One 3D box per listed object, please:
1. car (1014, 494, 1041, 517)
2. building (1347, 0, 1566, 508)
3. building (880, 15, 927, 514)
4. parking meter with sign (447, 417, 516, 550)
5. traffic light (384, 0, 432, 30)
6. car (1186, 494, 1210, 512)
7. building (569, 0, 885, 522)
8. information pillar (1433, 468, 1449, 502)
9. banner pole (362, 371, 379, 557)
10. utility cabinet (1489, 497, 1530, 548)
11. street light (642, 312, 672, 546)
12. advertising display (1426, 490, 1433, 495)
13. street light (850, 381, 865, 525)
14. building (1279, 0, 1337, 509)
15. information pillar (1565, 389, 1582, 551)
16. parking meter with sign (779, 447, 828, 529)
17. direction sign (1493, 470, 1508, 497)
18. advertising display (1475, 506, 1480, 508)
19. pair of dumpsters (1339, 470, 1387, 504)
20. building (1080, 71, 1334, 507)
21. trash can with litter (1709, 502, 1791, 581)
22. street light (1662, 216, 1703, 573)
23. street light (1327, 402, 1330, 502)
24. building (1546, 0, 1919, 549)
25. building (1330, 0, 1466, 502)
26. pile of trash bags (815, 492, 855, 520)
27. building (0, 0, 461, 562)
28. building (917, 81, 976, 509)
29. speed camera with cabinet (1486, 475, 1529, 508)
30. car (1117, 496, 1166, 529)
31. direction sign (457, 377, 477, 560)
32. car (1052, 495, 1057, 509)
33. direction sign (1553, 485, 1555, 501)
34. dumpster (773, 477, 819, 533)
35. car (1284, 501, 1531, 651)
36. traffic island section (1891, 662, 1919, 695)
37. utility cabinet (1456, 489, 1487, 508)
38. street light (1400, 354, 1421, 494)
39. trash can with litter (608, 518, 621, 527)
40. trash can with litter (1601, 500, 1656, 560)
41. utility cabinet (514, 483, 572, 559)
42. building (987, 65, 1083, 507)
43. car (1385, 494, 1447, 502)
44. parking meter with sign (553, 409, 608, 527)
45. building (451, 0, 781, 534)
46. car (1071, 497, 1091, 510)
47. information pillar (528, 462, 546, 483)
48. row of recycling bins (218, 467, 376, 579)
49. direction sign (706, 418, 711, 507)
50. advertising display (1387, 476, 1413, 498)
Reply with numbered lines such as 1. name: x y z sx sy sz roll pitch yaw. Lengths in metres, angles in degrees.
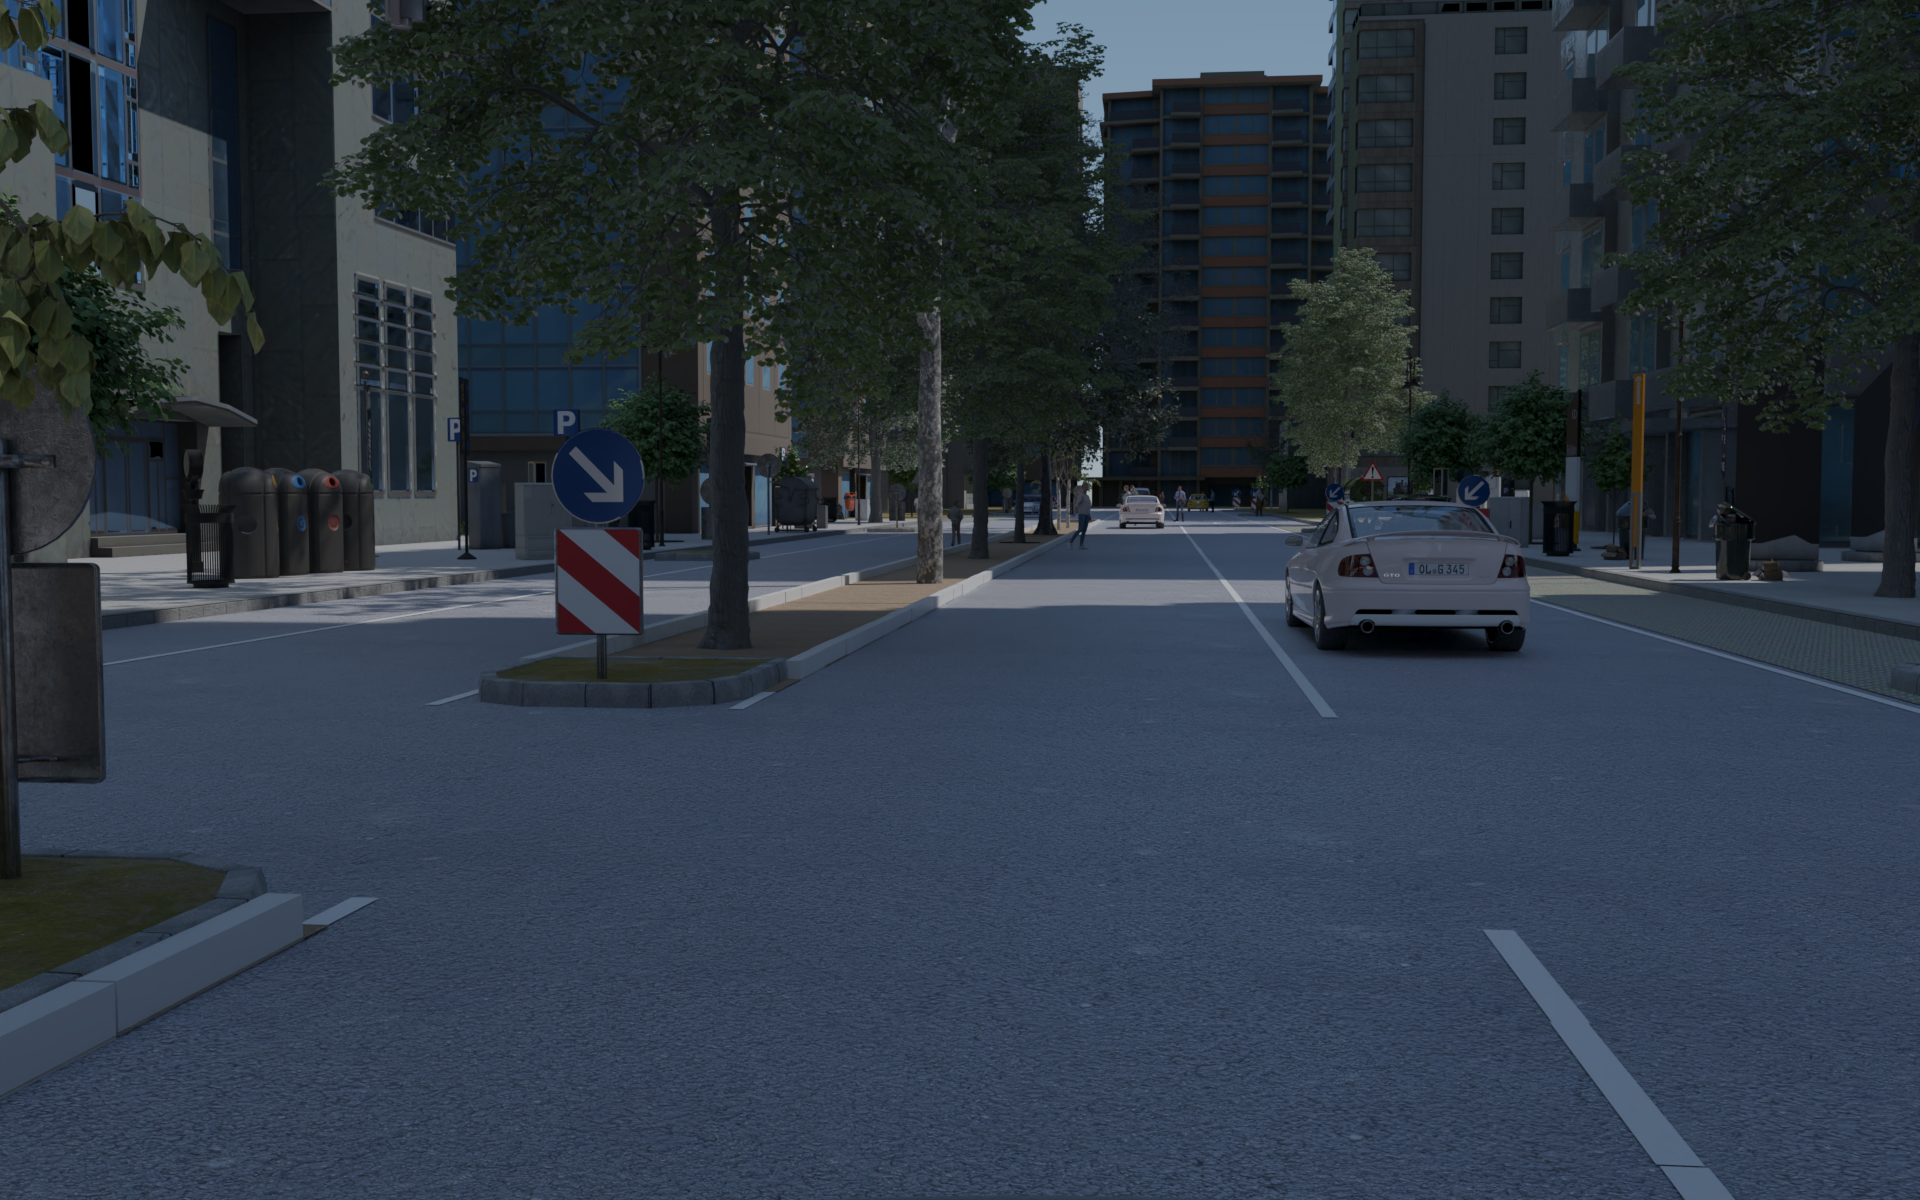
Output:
1. car: 4.335 -5.740 105.846 2.014 1.417 4.499 0 4 8
2. building: 30.494 -20.417 105.513 14.160 30.474 14.107 0 4 6
3. building: -14.159 -30.544 119.005 23.786 49.044 30.456 0 4 6
4. parking meter with sign: -11.010 -2.686 40.176 0.543 3.016 1.738 2 4 31
5. traffic light: -6.425 -2.360 13.253 4.771 5.953 1.251 0 4 6
6. car: 19.674 -8.132 143.186 2.015 1.641 3.980 0 4 7
7. building: -12.085 -27.283 96.188 14.600 45.320 14.200 0 4 6
8. information pillar: 13.607 -2.725 49.042 0.304 2.012 0.304 -3 5 -40
9. banner pole: -11.988 -2.759 35.124 0.401 3.779 0.863 -2 4 -27
10. utility cabinet: 13.208 -1.868 41.706 0.306 1.237 1.020 -2 4 -29
11. street light: -7.315 -4.253 42.326 0.468 5.910 1.993 0 4 6
12. advertising display: 22.598 -4.768 83.164 0.123 1.923 0.974 0 4 -6
13. street light: -4.152 -6.008 71.025 0.468 5.910 1.993 0 4 6
14. building: 38.685 -50.603 140.032 22.319 86.520 31.000 0 4 6
15. information pillar: 13.780 -2.909 38.915 0.183 3.616 0.504 -1 4 -10
16. parking meter with sign: -5.779 -4.156 64.210 1.738 3.016 0.543 1 4 11
17. direction sign: 24.894 -5.358 79.604 0.876 3.537 0.379 -1 4 -15
18. advertising display: 18.619 -3.501 62.452 0.123 1.923 0.974 1 4 8
19. pair of dumpsters: 16.556 -4.208 71.289 1.574 2.255 4.437 0 4 6
20. building: 27.683 -32.295 182.644 28.867 44.769 22.147 0 4 6
21. trash can with litter: 11.785 -0.884 25.846 1.055 1.170 0.624 1 4 10
22. street light: 11.644 -3.378 28.017 0.468 5.910 1.993 0 4 6
23. street light: 18.202 -6.900 85.605 0.468 5.910 1.993 0 4 6
24. building: 30.921 -26.401 51.269 23.786 49.044 30.456 0 4 6
25. building: 32.698 -26.638 119.131 14.154 41.232 14.086 0 4 6
26. pile of trash bags: -6.535 -4.710 86.764 1.912 1.369 3.447 3 5 41
27. building: -24.678 -43.937 31.035 22.319 86.520 31.000 0 4 6
28. building: -4.818 -28.805 154.555 14.086 41.232 14.154 0 4 6
29. speed camera with cabinet: 26.584 -5.483 83.983 2.038 3.252 0.660 2 4 34
30. car: 7.662 -3.719 73.161 2.083 1.381 4.827 0 4 5
31. direction sign: -9.690 -2.565 33.930 0.379 3.537 0.876 0 4 -6
32. car: 8.289 -9.095 161.278 1.945 1.354 3.894 0 4 6
33. direction sign: 25.706 -5.072 74.927 0.876 3.537 0.379 3 4 37
34. dumpster: -5.522 -3.206 58.183 1.264 1.857 1.865 0 4 6
35. car: 4.330 -0.297 17.226 2.083 1.381 4.827 0 4 5
36. traffic island section: 7.735 0.644 11.756 2.009 0.180 2.903 0 4 6
37. utility cabinet: 20.661 -3.746 69.932 1.173 1.500 0.318 3 4 37
38. street light: 14.848 -5.164 57.218 0.468 5.910 1.993 0 4 6
39. trash can with litter: -7.946 -1.656 38.463 0.624 1.170 1.055 -2 4 -33
40. trash can with litter: 13.028 -1.371 33.797 1.055 1.170 0.624 -3 4 -37
41. utility cabinet: -8.179 -1.553 34.067 0.318 1.500 1.173 3 4 37
42. building: 5.561 -32.537 182.092 14.200 45.320 14.600 0 4 6
43. car: 10.961 -1.970 41.999 2.009 1.686 4.222 0 4 7
44. parking meter with sign: -7.931 -2.460 36.490 0.543 3.016 1.738 1 4 11
45. building: -14.398 -25.184 61.874 14.600 45.320 14.200 0 4 6
46. car: 10.623 -8.688 154.416 2.083 1.381 4.827 0 4 6
47. information pillar: -9.565 -2.126 39.250 0.304 2.012 0.304 -3 5 -40
48. row of recycling bins: -10.609 -1.262 27.748 1.069 1.692 3.534 1 4 13
49. direction sign: -7.434 -3.639 51.496 0.379 3.537 0.876 -1 4 -18
50. advertising display: 15.786 -3.485 62.196 0.974 1.923 0.123 3 5 43
